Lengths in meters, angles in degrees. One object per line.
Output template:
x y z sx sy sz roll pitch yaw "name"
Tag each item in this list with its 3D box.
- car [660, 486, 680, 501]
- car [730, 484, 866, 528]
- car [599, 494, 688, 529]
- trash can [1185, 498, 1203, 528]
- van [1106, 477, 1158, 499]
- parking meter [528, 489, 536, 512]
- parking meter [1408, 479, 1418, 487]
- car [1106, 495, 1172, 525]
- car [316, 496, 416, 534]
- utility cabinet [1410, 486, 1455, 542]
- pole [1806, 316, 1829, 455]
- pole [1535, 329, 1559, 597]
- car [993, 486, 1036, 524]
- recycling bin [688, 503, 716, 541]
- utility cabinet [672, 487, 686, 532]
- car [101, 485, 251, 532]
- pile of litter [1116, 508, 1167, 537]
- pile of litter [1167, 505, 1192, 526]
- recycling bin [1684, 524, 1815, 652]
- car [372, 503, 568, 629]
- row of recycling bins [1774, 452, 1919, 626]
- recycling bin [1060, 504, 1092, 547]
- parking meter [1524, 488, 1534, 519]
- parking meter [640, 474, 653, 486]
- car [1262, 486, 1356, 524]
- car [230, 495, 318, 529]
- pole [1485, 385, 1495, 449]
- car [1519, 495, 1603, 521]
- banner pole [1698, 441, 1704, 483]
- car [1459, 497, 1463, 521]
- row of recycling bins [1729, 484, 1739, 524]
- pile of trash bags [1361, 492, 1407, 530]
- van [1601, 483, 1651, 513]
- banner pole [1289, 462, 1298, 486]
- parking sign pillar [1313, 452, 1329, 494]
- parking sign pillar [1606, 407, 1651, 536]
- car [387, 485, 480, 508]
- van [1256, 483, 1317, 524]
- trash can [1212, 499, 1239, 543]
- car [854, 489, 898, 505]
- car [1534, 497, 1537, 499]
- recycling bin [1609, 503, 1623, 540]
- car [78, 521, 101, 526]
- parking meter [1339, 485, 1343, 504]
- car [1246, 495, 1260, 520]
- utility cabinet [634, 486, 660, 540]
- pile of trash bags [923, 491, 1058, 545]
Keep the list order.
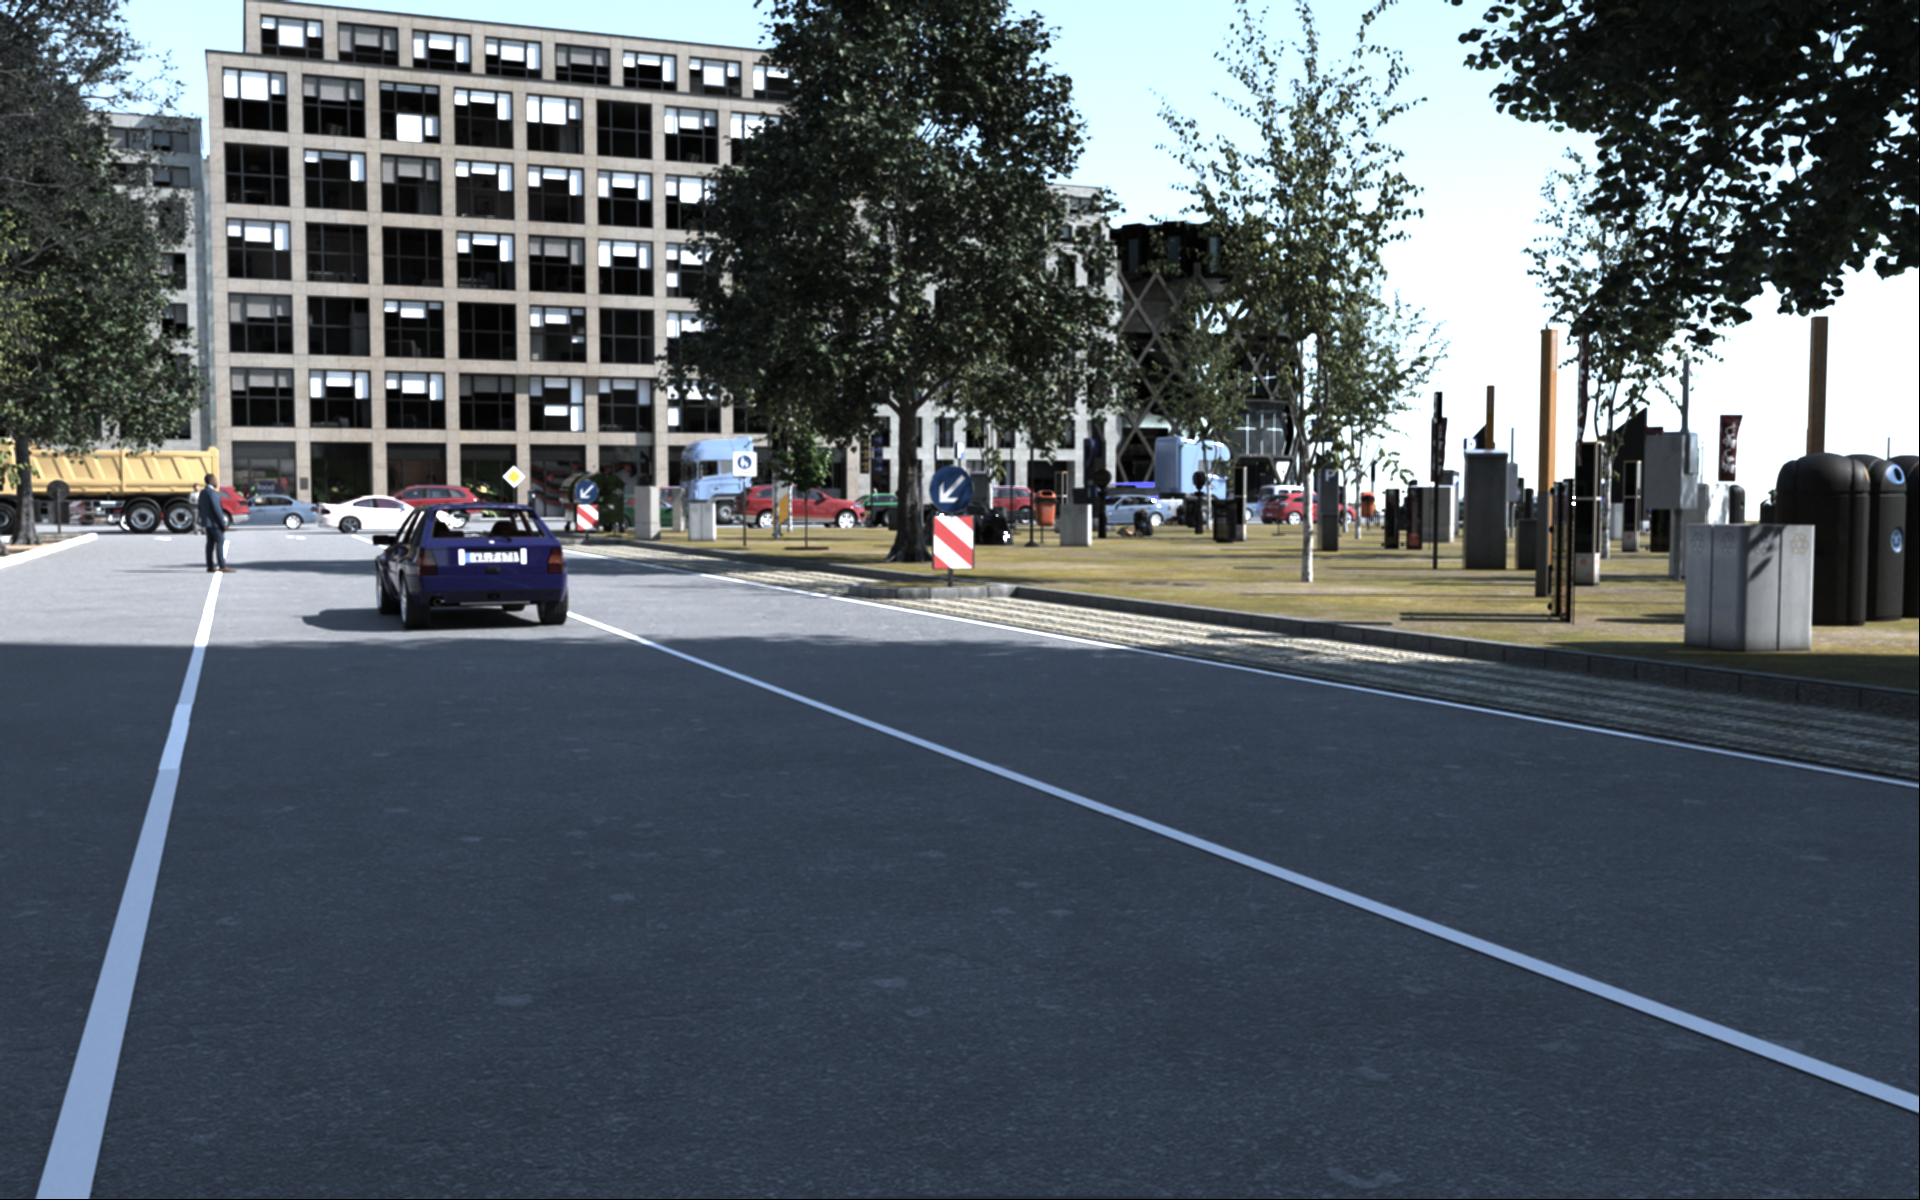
-15.114 -4.838 87.768 5.304 1.827 2.281 -1 4 -22 "car"
-6.300 -3.610 67.695 5.304 1.827 2.281 -1 4 -21 "car"
-11.809 -3.326 66.180 4.920 1.459 2.131 -1 4 -23 "car"
8.948 -3.339 66.254 0.748 1.137 0.748 0 3 0 "trash can"
9.073 -5.137 88.377 5.245 2.365 2.240 -2 4 -24 "van"
-22.217 -4.981 89.842 0.372 1.533 0.369 0 3 0 "parking meter"
18.157 -3.900 69.468 0.255 1.863 0.399 -1 4 -10 "parking meter"
7.017 -3.882 75.468 4.499 1.417 2.014 -1 4 -22 "car"
-21.227 -3.161 64.039 4.827 1.381 2.083 -2 4 -24 "car"
12.410 -2.261 45.653 1.173 1.500 0.318 3 4 38 "utility cabinet"
9.854 -1.597 19.953 0.158 3.312 0.155 0 3 0 "pole"
7.287 -1.691 21.496 0.158 3.312 0.155 0 3 0 "pole"
1.386 -4.558 83.192 5.304 1.827 2.281 -1 4 -22 "car"
-7.039 -2.123 47.269 0.722 1.027 0.722 0 4 -6 "recycling bin"
-9.486 -3.051 58.565 0.318 1.500 1.173 0 4 -1 "utility cabinet"
-30.412 -3.583 67.250 5.304 1.827 2.281 -2 4 -24 "car"
5.250 -2.368 52.682 1.176 0.858 1.719 3 5 41 "pile of litter"
8.881 -3.479 70.844 1.719 0.858 1.176 -1 4 -14 "pile of litter"
6.567 -0.115 14.431 0.722 1.027 0.722 -1 4 -15 "recycling bin"
-5.680 -0.449 19.925 1.945 1.354 3.894 -2 4 -24 "car"
9.589 -0.664 17.973 3.534 1.692 1.069 -2 4 -35 "row of recycling bins"
2.849 -1.833 42.529 0.722 1.027 0.722 1 4 10 "recycling bin"
23.737 -3.905 72.252 0.372 1.533 0.369 0 3 0 "parking meter"
-9.355 -2.812 51.692 0.255 1.863 0.399 -2 4 -35 "parking meter"
15.853 -4.232 78.233 4.494 1.783 2.155 -1 4 -23 "car"
-28.519 -3.583 70.577 4.499 1.417 2.014 -1 4 -21 "car"
9.936 -2.366 32.531 0.158 3.312 0.155 0 3 0 "pole"
28.802 -4.303 82.152 4.920 1.459 2.131 -1 4 -21 "car"
34.988 -5.633 82.117 0.863 3.779 0.401 -1 4 -19 "banner pole"
28.582 -5.000 93.549 4.920 1.459 2.131 -1 4 -22 "car"
32.508 -4.119 74.458 1.069 1.692 3.534 -1 4 -9 "row of recycling bins"
15.856 -3.172 61.614 3.447 1.369 1.912 0 4 -2 "pile of trash bags"
36.500 -5.501 94.319 5.245 2.365 2.240 -1 4 -23 "van"
26.062 -8.875 135.126 0.863 3.779 0.401 3 4 37 "banner pole"
23.110 -7.430 109.951 1.447 3.967 1.447 3 4 38 "parking sign pillar"
20.888 -4.017 54.148 1.447 3.967 1.447 -3 5 -39 "parking sign pillar"
-22.557 -3.865 71.864 5.304 1.827 2.281 -2 4 -24 "car"
16.223 -4.629 82.697 4.112 2.044 2.013 -2 4 -24 "van"
6.982 -2.079 45.644 0.748 1.137 0.748 0 3 0 "trash can"
-4.364 -4.860 88.257 4.718 1.807 1.959 -1 4 -22 "car"
35.922 -5.792 103.500 4.718 1.807 1.959 -1 4 -22 "car"
18.361 -2.180 48.192 0.722 1.027 0.722 0 4 -2 "recycling bin"
-38.398 -4.217 79.167 3.980 1.641 2.015 -2 4 -24 "car"
24.643 -6.510 112.155 0.399 1.863 0.255 2 4 24 "parking meter"
16.621 -5.105 95.461 4.499 1.417 2.014 -2 4 -23 "car"
-8.676 -2.411 48.092 0.318 1.500 1.173 -2 4 -32 "utility cabinet"
0.814 -2.098 44.052 3.447 1.369 1.912 -1 4 -15 "pile of trash bags"
